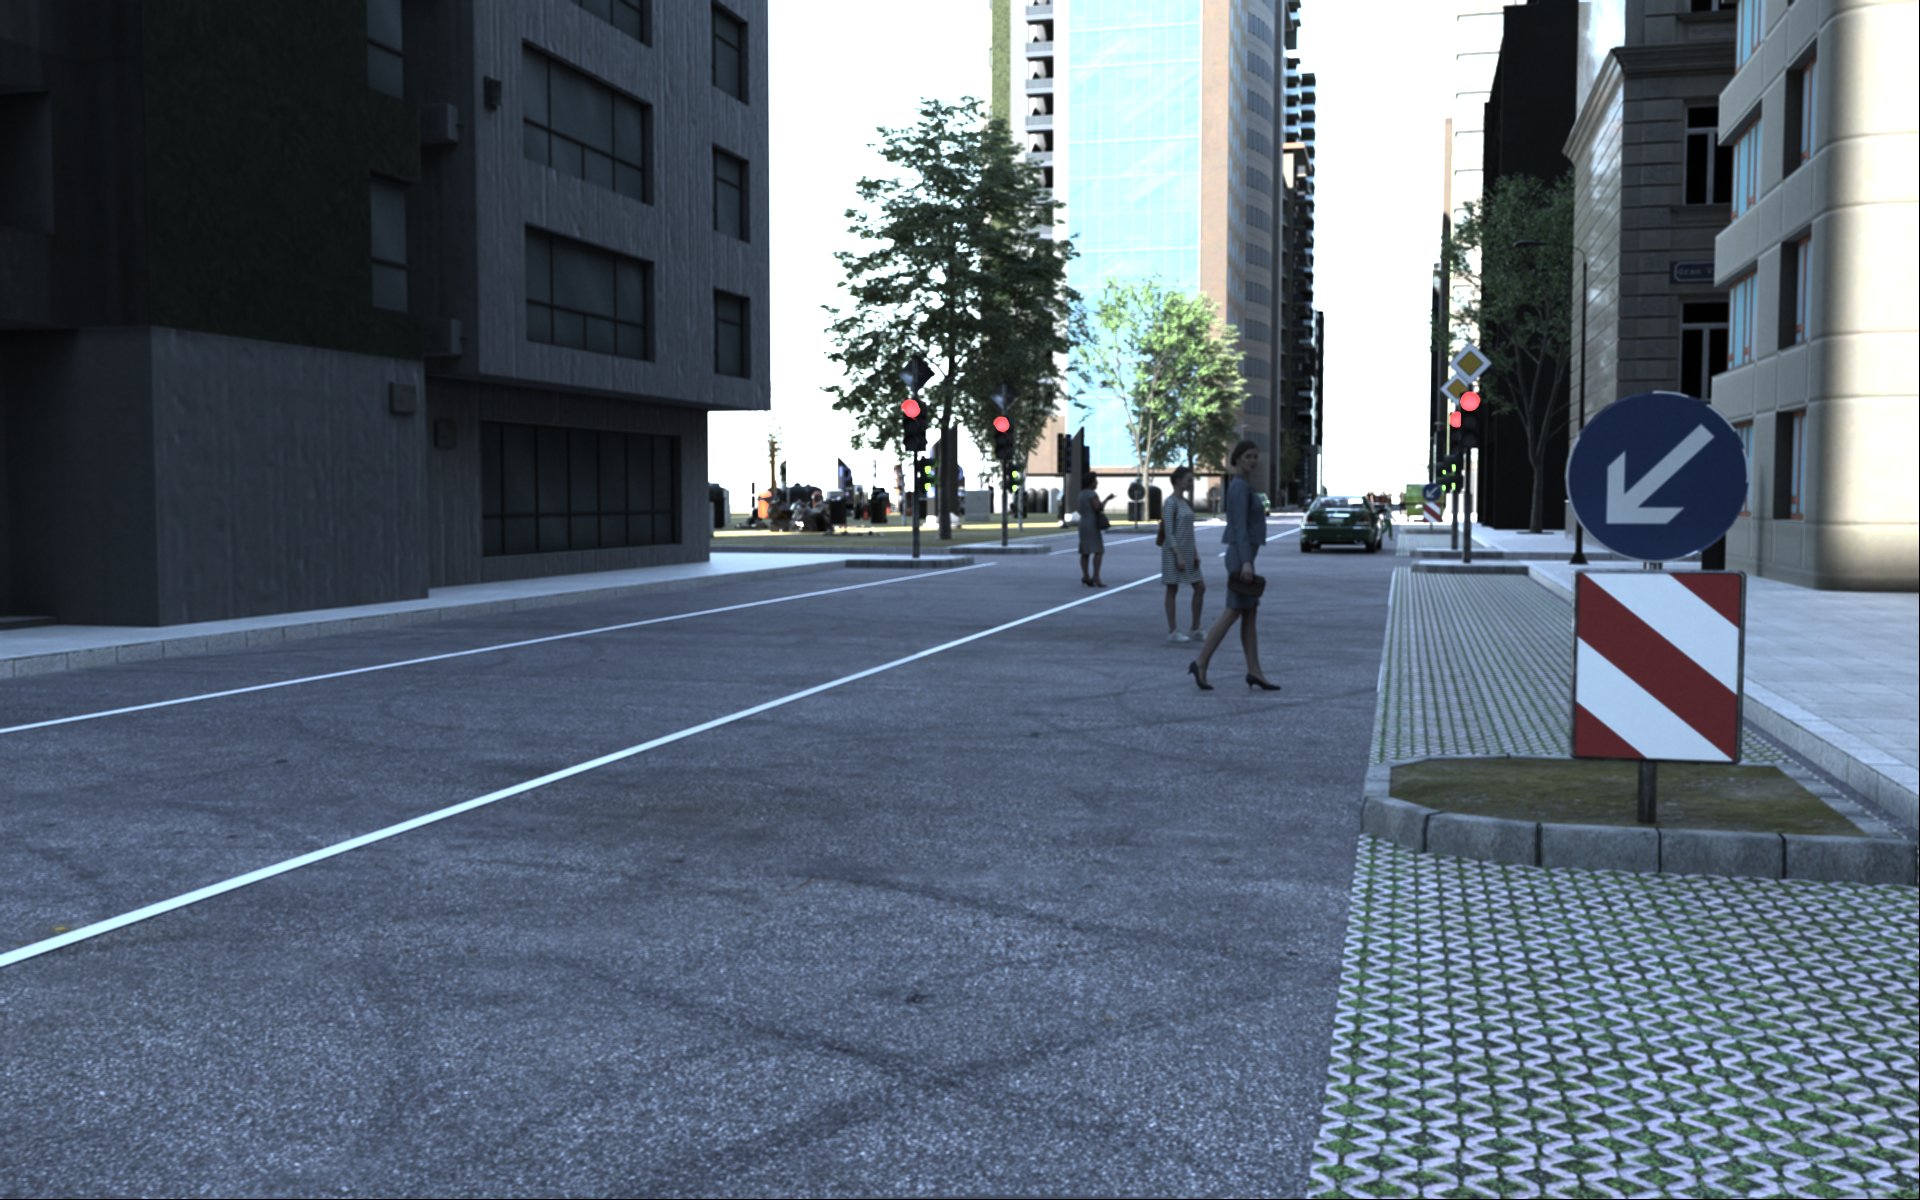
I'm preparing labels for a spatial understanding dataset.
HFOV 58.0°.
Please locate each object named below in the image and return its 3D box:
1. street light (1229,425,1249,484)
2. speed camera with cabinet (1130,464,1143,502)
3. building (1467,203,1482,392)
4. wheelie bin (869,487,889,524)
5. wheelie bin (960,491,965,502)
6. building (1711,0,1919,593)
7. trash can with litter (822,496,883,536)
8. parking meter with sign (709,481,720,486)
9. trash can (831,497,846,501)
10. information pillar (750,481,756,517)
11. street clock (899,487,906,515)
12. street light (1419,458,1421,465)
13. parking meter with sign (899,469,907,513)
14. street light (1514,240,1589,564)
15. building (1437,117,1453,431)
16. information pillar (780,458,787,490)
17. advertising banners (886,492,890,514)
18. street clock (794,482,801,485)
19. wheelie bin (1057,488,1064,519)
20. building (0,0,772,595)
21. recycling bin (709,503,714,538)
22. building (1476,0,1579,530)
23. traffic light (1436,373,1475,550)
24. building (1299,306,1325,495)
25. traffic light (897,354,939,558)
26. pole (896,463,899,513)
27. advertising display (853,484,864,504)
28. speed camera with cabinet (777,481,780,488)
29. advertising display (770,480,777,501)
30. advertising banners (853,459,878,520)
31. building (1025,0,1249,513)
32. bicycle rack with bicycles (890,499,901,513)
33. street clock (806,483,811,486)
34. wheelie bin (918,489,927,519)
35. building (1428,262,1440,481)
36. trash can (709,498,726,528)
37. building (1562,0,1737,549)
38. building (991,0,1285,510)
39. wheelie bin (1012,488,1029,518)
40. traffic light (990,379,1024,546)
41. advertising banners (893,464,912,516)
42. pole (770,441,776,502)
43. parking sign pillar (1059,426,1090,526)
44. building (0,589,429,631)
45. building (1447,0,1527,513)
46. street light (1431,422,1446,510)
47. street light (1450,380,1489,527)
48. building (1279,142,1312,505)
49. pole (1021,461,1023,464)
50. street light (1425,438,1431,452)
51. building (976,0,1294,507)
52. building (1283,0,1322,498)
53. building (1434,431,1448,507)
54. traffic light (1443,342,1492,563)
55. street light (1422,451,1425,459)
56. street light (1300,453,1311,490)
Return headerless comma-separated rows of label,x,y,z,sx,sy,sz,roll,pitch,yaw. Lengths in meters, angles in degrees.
street light,18.743,-8.828,116.886,1.470,5.913,1.316,1,4,14
speed camera with cabinet,12.072,-7.317,113.969,2.038,3.252,0.660,-3,5,-42
building,34.679,-16.738,92.744,14.460,24.649,34.723,1,4,14
wheelie bin,-3.539,-4.134,75.492,0.980,1.594,0.693,1,4,22
wheelie bin,0.377,-6.371,112.072,0.693,1.594,0.980,0,4,2
building,23.383,-10.299,13.431,27.650,21.520,28.899,1,4,14
trash can with litter,-3.374,-2.606,53.667,2.233,1.210,1.678,-1,4,-22
parking meter with sign,-14.890,-6.660,105.151,0.543,3.016,1.738,2,4,35
trash can,-5.947,-4.469,84.714,0.748,1.137,0.748,0,3,0
information pillar,-11.832,-5.783,99.047,0.304,2.012,0.304,-1,4,-11
street clock,-3.622,-6.332,108.094,0.471,2.002,0.358,0,4,3
street light,60.281,-15.399,224.317,1.470,5.913,1.316,1,4,14
parking meter with sign,-4.088,-7.553,119.747,0.543,3.016,1.738,-1,4,-12
street light,10.832,-3.621,31.752,1.470,5.913,1.316,1,4,14
building,62.552,-33.627,199.914,14.600,45.320,14.200,1,4,14
information pillar,-11.402,-7.392,112.217,0.504,3.616,0.183,-3,4,-38
advertising banners,-4.680,-7.001,110.655,2.074,3.025,0.090,-3,5,-43
street clock,-9.883,-6.167,105.396,0.471,2.002,0.358,0,4,2
wheelie bin,5.394,-4.971,89.179,0.693,1.594,0.980,-1,4,-22
building,-11.331,-15.827,30.474,14.107,30.474,14.160,1,4,14
recycling bin,-7.690,-2.366,51.237,0.722,1.027,0.722,-1,4,-17
building,27.190,-14.571,67.916,12.332,23.373,15.834,1,4,14
traffic light,11.397,-3.116,39.862,0.839,4.253,0.868,1,4,14
building,48.001,-30.098,263.796,14.160,30.474,14.107,1,4,14
traffic light,-0.872,-2.802,34.740,0.839,4.253,0.868,1,4,14
pole,-4.126,-7.376,114.434,0.158,3.312,0.155,0,3,0
advertising display,-6.302,-6.245,107.312,0.123,1.923,0.974,2,4,35
speed camera with cabinet,-11.751,-7.618,118.891,2.038,3.252,0.660,-3,5,-39
advertising display,-8.663,-4.612,80.612,0.123,1.923,0.974,0,4,5
advertising banners,-4.693,-5.502,86.144,0.090,3.025,2.074,-3,4,-38
building,13.150,-29.069,125.388,14.600,45.320,14.200,1,4,14
bicycle rack with bicycles,-4.141,-6.280,116.065,2.925,0.926,2.852,-1,4,-17
street clock,-10.227,-6.864,116.802,0.358,2.002,0.471,1,4,17
wheelie bin,-1.937,-4.988,89.458,0.980,1.594,0.693,0,4,1
building,65.454,-27.083,214.506,14.160,30.474,14.107,1,4,14
trash can,-9.149,-3.268,65.078,0.748,1.137,0.748,0,3,0
building,27.869,-14.899,40.857,25.104,27.353,12.463,1,4,14
building,15.652,-36.954,146.195,21.231,58.520,28.212,1,4,14
wheelie bin,3.251,-5.150,92.107,0.693,1.594,0.980,3,5,39
traffic light,1.114,-3.275,42.475,0.839,4.253,0.868,1,4,14
advertising banners,-2.994,-6.440,101.489,0.090,3.025,2.074,3,5,43
pole,-7.160,-4.436,66.364,0.158,3.312,0.155,0,3,0
parking sign pillar,4.708,-4.965,69.657,1.447,3.967,1.447,-2,4,-28
building,-15.032,-14.909,15.456,14.160,30.474,14.107,1,4,14
building,41.221,-26.671,119.673,14.154,41.232,14.086,1,4,14
street light,31.446,-8.549,112.311,1.470,5.913,1.316,1,4,14
street light,20.302,-5.877,68.632,1.470,5.913,1.316,1,4,14
building,31.530,-34.181,213.490,22.147,44.769,28.867,1,4,14
pole,3.823,-6.849,105.824,0.158,3.312,0.155,0,3,0
street light,39.208,-10.383,142.299,1.470,5.913,1.316,1,4,14
building,18.087,-35.817,174.849,28.713,52.752,27.495,1,4,14
building,39.639,-56.778,240.985,22.319,86.520,31.000,1,4,14
building,58.010,-52.214,166.369,22.319,86.520,31.000,1,4,14
traffic light,9.412,-2.643,32.127,0.839,4.253,0.868,1,4,14
street light,50.545,-13.062,186.102,1.470,5.913,1.316,1,4,14
street light,39.353,-13.756,197.445,1.470,5.913,1.316,1,4,14
